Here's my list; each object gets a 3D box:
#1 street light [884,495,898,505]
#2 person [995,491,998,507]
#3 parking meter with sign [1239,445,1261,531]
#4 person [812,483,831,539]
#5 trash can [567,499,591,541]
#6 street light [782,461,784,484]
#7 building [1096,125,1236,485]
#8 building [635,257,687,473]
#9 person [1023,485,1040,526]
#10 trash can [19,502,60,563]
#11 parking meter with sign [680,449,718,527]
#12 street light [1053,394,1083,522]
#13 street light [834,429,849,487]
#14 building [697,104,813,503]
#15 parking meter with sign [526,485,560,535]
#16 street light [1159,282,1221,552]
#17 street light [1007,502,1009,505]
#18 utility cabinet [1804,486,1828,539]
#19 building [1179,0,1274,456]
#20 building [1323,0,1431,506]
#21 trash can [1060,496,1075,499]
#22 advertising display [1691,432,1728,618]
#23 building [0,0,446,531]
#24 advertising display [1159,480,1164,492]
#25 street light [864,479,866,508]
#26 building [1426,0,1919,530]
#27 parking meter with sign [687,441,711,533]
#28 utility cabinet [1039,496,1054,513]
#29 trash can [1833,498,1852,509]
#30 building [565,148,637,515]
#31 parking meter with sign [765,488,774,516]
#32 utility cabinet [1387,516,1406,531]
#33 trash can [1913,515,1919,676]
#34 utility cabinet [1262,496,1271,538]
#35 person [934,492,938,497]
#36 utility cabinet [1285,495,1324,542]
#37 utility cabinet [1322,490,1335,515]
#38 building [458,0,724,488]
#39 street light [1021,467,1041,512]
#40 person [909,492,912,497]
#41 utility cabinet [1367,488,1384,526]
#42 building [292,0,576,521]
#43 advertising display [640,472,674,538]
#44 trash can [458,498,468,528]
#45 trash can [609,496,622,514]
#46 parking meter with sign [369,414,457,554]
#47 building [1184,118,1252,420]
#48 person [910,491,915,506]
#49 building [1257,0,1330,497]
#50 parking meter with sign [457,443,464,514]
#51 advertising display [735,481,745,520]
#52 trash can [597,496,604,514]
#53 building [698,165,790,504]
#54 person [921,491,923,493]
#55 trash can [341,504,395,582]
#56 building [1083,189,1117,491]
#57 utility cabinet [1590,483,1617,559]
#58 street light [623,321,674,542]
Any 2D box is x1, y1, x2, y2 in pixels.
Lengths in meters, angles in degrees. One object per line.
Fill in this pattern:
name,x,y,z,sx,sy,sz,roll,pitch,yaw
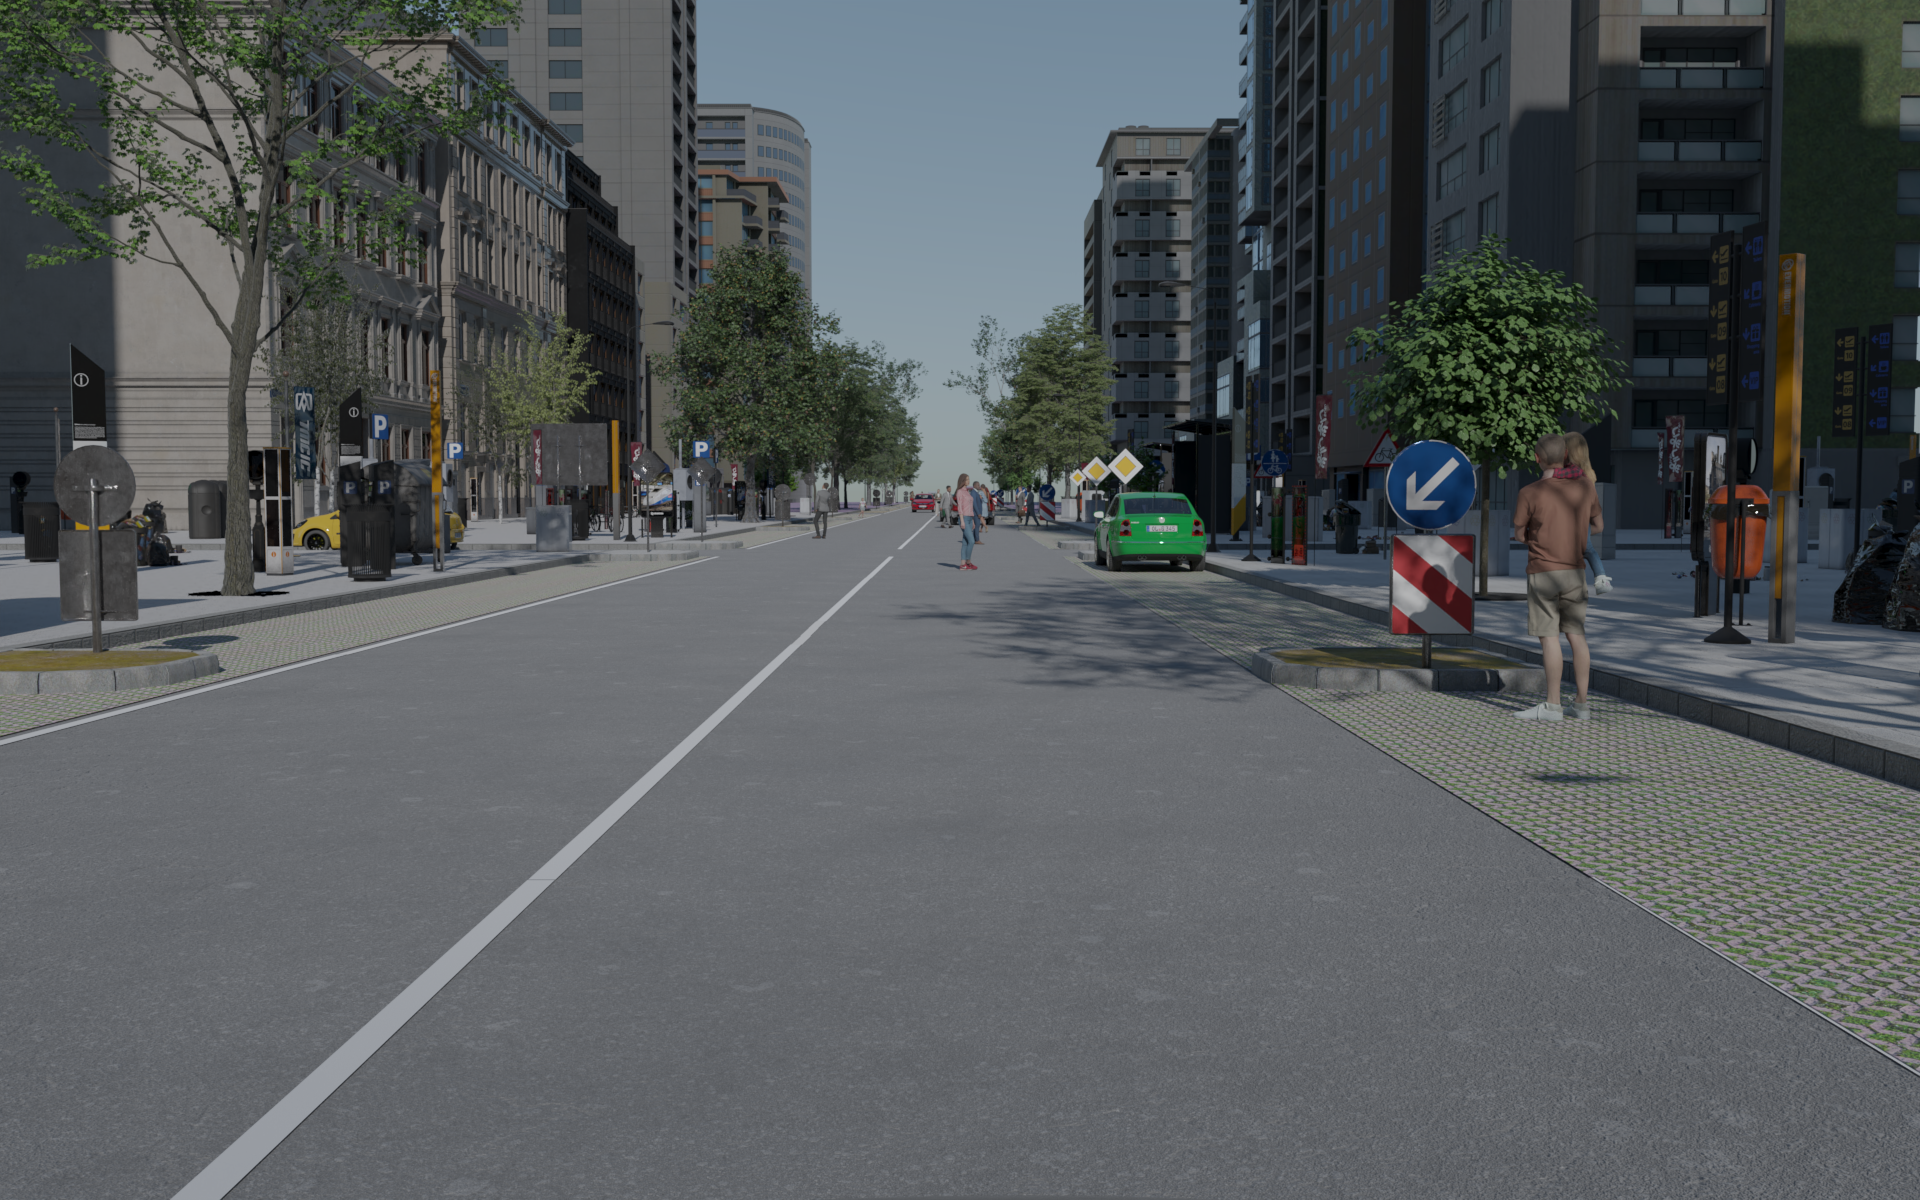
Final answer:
street light,-8.370,-14.263,205.747,1.470,5.913,1.316,0,3,0
person,3.698,-10.425,179.626,1.217,1.739,0.721,-2,4,-24
parking meter with sign,10.143,-3.949,60.829,0.543,3.016,1.738,1,4,19
person,-4.451,-2.874,55.671,0.592,1.802,0.473,-1,4,-21
trash can,-10.530,-2.199,47.611,0.748,1.137,0.748,0,3,0
street light,-8.331,-6.991,86.840,1.470,5.913,1.316,0,3,0
building,34.466,-40.070,244.390,28.713,52.752,27.495,0,3,0
building,-37.398,-17.779,135.729,27.650,21.520,28.899,0,3,0
person,2.944,-3.864,71.953,0.850,1.792,0.678,-1,4,-9
trash can,-17.244,-1.278,32.541,0.748,1.137,0.748,0,3,0
parking meter with sign,-10.249,-4.323,66.946,1.738,3.016,0.543,0,4,4
street light,4.988,-6.588,80.253,1.470,5.913,1.316,0,3,0
street light,-8.331,-9.168,122.445,1.470,5.913,1.316,0,3,0
building,-34.054,-44.020,261.724,21.231,58.520,28.212,0,3,0
parking meter with sign,-13.302,-3.630,55.615,0.543,3.016,1.738,1,4,18
street light,5.041,-4.005,38.023,1.470,5.913,1.316,0,3,0
street light,5.050,-11.306,157.391,1.470,5.913,1.316,0,3,0
utility cabinet,23.658,-2.438,48.544,1.173,1.500,0.318,2,4,23
building,31.210,-50.669,141.101,22.319,86.520,31.000,0,3,0
building,26.394,-26.597,84.980,14.600,45.320,14.200,0,3,0
trash can,6.891,-6.173,112.585,0.748,1.137,0.748,0,3,0
advertising display,7.909,-0.799,18.285,0.123,1.923,0.974,3,4,36
building,-29.032,-14.281,69.652,11.583,22.565,21.152,0,3,0
advertising display,8.883,-4.393,77.036,0.123,1.923,0.974,1,4,22
street light,-8.381,-11.634,162.751,1.470,5.913,1.316,0,3,0
building,26.856,-23.435,66.760,14.086,41.232,14.154,0,3,0
parking meter with sign,-8.683,-3.764,57.799,0.543,3.016,1.738,-1,4,-13
utility cabinet,5.800,-6.415,116.042,1.020,1.237,0.306,-1,4,-18
trash can,30.231,-2.927,59.516,0.748,1.137,0.748,0,3,0
building,-28.786,-17.340,113.191,12.332,23.373,15.834,0,3,0
parking meter with sign,-11.401,-6.562,103.552,0.543,3.016,1.738,-1,4,-22
utility cabinet,15.386,-3.060,61.190,0.306,1.237,1.020,3,5,44
trash can,6.709,0.012,11.450,0.748,1.137,0.748,0,3,0
utility cabinet,9.340,-2.411,50.576,1.020,1.237,0.306,3,5,43
person,-2.967,-13.558,230.997,1.217,1.723,0.721,0,4,-6
utility cabinet,9.355,-2.198,47.094,1.020,1.237,0.306,3,5,40
utility cabinet,17.902,-4.621,84.235,0.318,1.500,1.173,0,4,-6
building,-32.772,-44.078,158.925,20.563,71.187,20.611,0,3,0
street light,5.042,-9.073,120.890,1.470,5.913,1.316,0,3,0
person,-6.936,-14.555,247.201,0.721,1.743,1.217,2,4,34
utility cabinet,16.457,-3.657,68.479,0.318,1.500,1.173,3,4,38
building,-29.348,-18.066,92.639,12.463,27.353,25.104,0,3,0
advertising display,-8.904,-2.791,50.851,0.974,1.923,0.123,-1,4,-14
trash can,-18.177,-3.125,62.748,0.748,1.137,0.748,0,3,0
trash can,-20.568,-5.615,103.460,0.748,1.137,0.748,0,3,0
parking meter with sign,-11.885,-2.525,37.550,1.738,3.016,0.543,1,4,19
building,35.850,-29.304,170.996,32.217,40.220,23.993,0,3,0
person,-5.609,-12.058,205.653,0.705,1.823,1.348,3,4,36
building,29.704,-41.058,109.550,20.563,71.187,20.611,0,3,0
parking meter with sign,-17.124,-3.770,57.907,0.543,3.016,1.738,0,4,2
advertising display,-10.777,-4.872,84.871,0.123,1.923,0.974,1,4,18
trash can,-21.854,-5.776,106.095,0.748,1.137,0.748,0,3,0
building,-34.635,-35.377,233.039,22.147,44.769,28.867,0,3,0
person,-5.455,-14.620,247.552,0.705,1.822,1.348,-1,4,-9
trash can,-8.679,-0.843,25.438,0.748,1.137,0.748,0,3,0
building,30.588,-39.479,269.181,21.300,48.544,21.600,0,3,0
utility cabinet,12.514,-1.561,34.201,0.318,1.500,1.173,-1,4,-10
street light,-8.350,-4.526,46.534,1.470,5.913,1.316,0,3,0
